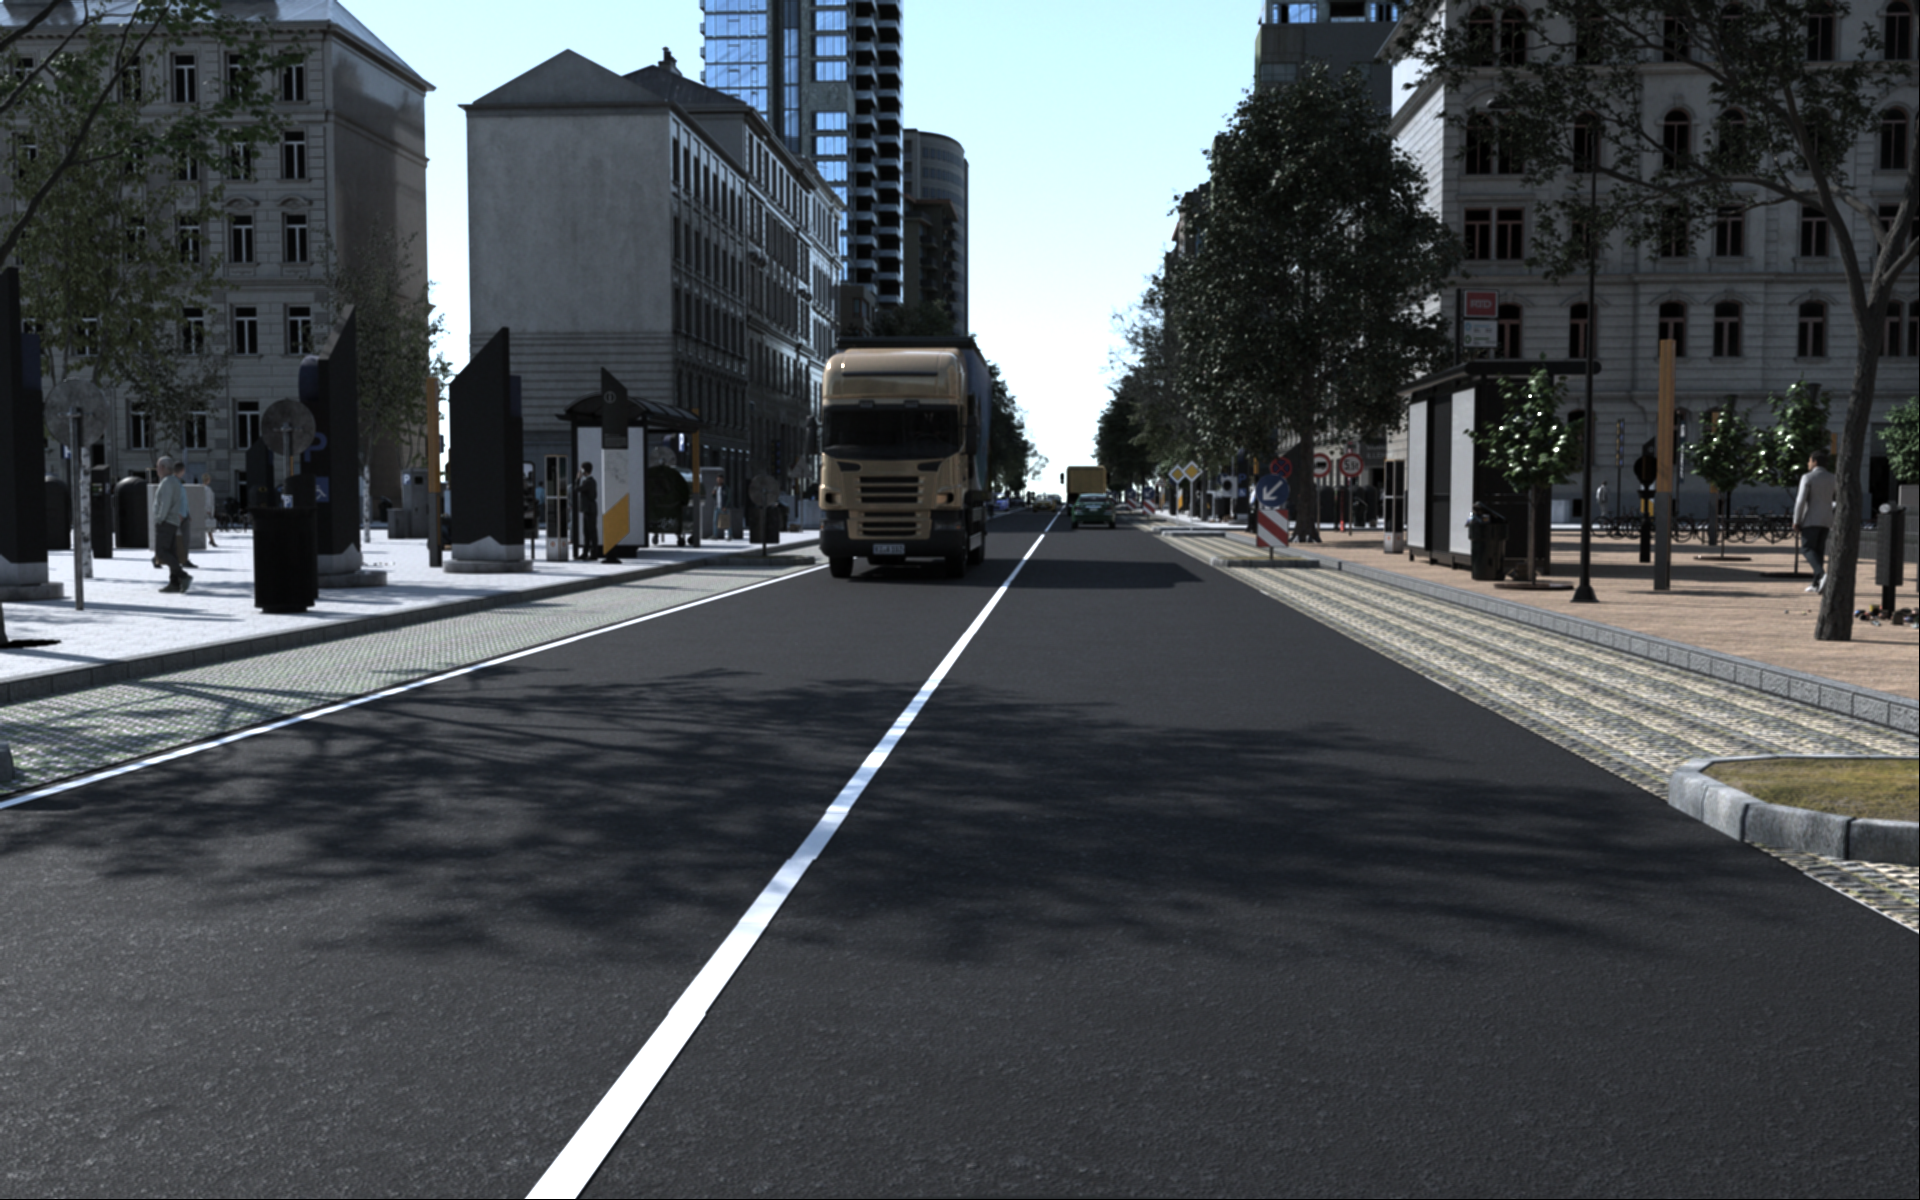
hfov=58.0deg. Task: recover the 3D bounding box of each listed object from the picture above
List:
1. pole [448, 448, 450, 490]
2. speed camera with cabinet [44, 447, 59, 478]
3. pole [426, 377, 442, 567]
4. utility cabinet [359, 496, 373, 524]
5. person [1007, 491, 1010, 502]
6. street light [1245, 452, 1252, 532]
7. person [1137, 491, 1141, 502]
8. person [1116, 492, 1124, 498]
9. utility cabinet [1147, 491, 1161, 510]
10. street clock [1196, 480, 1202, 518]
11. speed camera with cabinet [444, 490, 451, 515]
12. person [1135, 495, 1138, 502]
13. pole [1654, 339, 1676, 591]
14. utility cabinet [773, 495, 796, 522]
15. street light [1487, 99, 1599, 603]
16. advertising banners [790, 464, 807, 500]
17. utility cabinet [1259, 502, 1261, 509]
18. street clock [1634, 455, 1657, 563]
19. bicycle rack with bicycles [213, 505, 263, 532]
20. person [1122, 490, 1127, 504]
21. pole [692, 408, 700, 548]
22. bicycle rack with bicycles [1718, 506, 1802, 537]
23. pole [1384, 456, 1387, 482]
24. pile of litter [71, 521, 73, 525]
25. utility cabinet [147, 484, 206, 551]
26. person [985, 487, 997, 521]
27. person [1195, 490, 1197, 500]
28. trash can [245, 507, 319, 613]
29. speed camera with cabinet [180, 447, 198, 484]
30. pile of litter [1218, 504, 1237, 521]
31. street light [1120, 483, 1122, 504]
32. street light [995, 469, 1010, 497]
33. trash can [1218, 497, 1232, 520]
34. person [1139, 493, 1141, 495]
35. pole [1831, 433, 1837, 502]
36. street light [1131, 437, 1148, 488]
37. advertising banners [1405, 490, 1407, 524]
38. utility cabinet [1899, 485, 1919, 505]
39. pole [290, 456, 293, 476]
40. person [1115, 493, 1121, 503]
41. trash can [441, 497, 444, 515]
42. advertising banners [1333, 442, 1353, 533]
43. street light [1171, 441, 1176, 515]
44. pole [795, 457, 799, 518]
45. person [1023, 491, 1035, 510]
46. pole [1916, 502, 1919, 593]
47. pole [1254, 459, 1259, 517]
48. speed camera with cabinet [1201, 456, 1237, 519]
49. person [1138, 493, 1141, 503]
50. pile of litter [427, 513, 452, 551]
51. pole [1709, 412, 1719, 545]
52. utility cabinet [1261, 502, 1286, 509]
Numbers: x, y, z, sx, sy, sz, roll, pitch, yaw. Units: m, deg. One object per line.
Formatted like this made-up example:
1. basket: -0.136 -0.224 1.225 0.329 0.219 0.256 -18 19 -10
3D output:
1. pole: -22.731 -5.107 77.337 0.158 3.312 0.155 0 3 0
2. speed camera with cabinet: -38.545 -4.794 72.721 0.660 3.252 2.038 0 4 -5
3. pole: -9.233 -2.237 30.416 0.158 3.312 0.155 0 3 0
4. utility cabinet: -25.795 -3.896 74.860 0.306 1.237 1.020 1 4 14
5. person: 4.348 -9.199 159.625 0.721 1.743 1.217 1 4 10
6. street light: 9.205 -5.236 58.147 1.470 5.913 1.316 0 4 4
7. person: 29.326 -17.018 284.303 0.705 1.821 1.348 -1 4 -22
8. person: 25.016 -16.212 271.099 1.348 1.826 0.705 -1 4 -16
9. utility cabinet: 15.678 -8.023 139.862 1.173 1.500 0.318 -2 4 -29
10. street clock: 12.688 -5.315 91.463 0.471 2.002 0.358 0 4 -6
11. speed camera with cabinet: -20.986 -4.873 74.017 2.038 3.252 0.660 -3 5 -44
12. person: 28.762 -16.915 283.045 0.683 1.767 0.568 2 4 26
13. pole: 9.356 -1.782 22.983 0.158 3.312 0.155 0 3 0
14. utility cabinet: -8.023 -4.150 79.011 1.020 1.237 0.306 0 4 -3
15. street light: 6.871 -2.928 20.416 1.470 5.913 1.316 0 4 4
16. advertising banners: -9.046 -6.441 101.498 2.074 3.025 0.090 -2 4 -33
17. utility cabinet: 22.062 -7.048 126.403 0.306 1.237 1.020 -3 5 -44
18. street clock: 12.850 -1.704 32.432 0.471 2.002 0.358 1 4 21
19. bicycle rack with bicycles: -24.757 -2.771 58.685 2.852 0.926 2.925 1 4 10
20. person: 21.802 -13.555 227.666 1.348 1.824 0.705 1 4 20
21. pole: -6.293 -2.903 41.309 0.158 3.312 0.155 0 3 0
22. bicycle rack with bicycles: 24.504 -2.442 53.307 2.852 0.926 2.925 -2 4 -25
23. pole: 22.973 -6.093 93.455 0.158 3.312 0.155 0 3 0
24. pile of litter: -37.205 -3.519 71.497 1.176 0.858 1.719 -1 4 -21
25. utility cabinet: -17.570 -1.847 38.877 0.318 1.500 1.173 3 5 39
26. person: 1.665 -5.075 91.327 0.661 1.843 0.795 -1 4 -17
27. person: 32.839 -14.411 241.533 0.599 1.838 0.709 0 4 -4
28. trash can: -7.340 -0.437 18.795 0.748 1.137 0.748 0 3 0
29. speed camera with cabinet: -34.228 -5.026 76.511 0.660 3.252 2.038 -1 4 -9
30. pile of litter: 13.037 -4.190 82.474 1.719 0.858 1.176 -1 4 -13
31. street light: 17.341 -12.720 180.507 1.470 5.913 1.316 0 4 4
32. street light: 4.237 -12.807 181.942 1.470 5.913 1.316 0 4 4
33. trash can: 12.881 -4.448 84.376 0.748 1.137 0.748 0 3 0
34. person: 28.390 -16.135 269.860 1.348 1.823 0.705 -1 4 -16
35. pole: 29.334 -3.936 58.202 0.158 3.312 0.155 0 3 0
36. street light: 14.845 -10.354 141.833 1.470 5.913 1.316 0 4 4
37. advertising banners: 18.953 -4.707 73.151 2.074 3.025 0.090 -3 4 -39
38. utility cabinet: 23.315 -2.025 41.780 1.173 1.500 0.318 1 4 23
39. pole: -21.319 -3.750 55.156 0.158 3.312 0.155 0 3 0
40. person: 23.920 -15.618 261.382 0.705 1.826 1.348 3 5 40
41. trash can: -34.211 -6.284 114.400 0.748 1.137 0.748 0 3 0
42. advertising banners: 12.858 -3.791 58.173 0.090 3.025 2.074 0 4 -3
43. street light: 12.317 -8.041 104.005 1.470 5.913 1.316 0 4 4
44. pole: -8.868 -6.138 94.202 0.158 3.312 0.155 0 3 0
45. person: 6.058 -8.743 152.232 1.217 1.735 0.721 -2 4 -32
46. pole: 12.563 -1.748 22.421 0.158 3.312 0.155 0 3 0
47. pole: 11.531 -4.496 67.356 0.158 3.312 0.155 0 3 0
48. speed camera with cabinet: 13.478 -5.844 89.881 0.660 3.252 2.038 -3 5 -44
49. person: 26.660 -15.183 257.542 0.557 1.426 1.065 1 4 23
50. pile of litter: -11.569 -1.586 39.894 1.176 0.858 1.719 2 4 31
51. pole: 18.842 -3.021 43.238 0.158 3.312 0.155 0 3 0
52. utility cabinet: 12.047 -3.368 66.231 0.306 1.237 1.020 -2 4 -25
